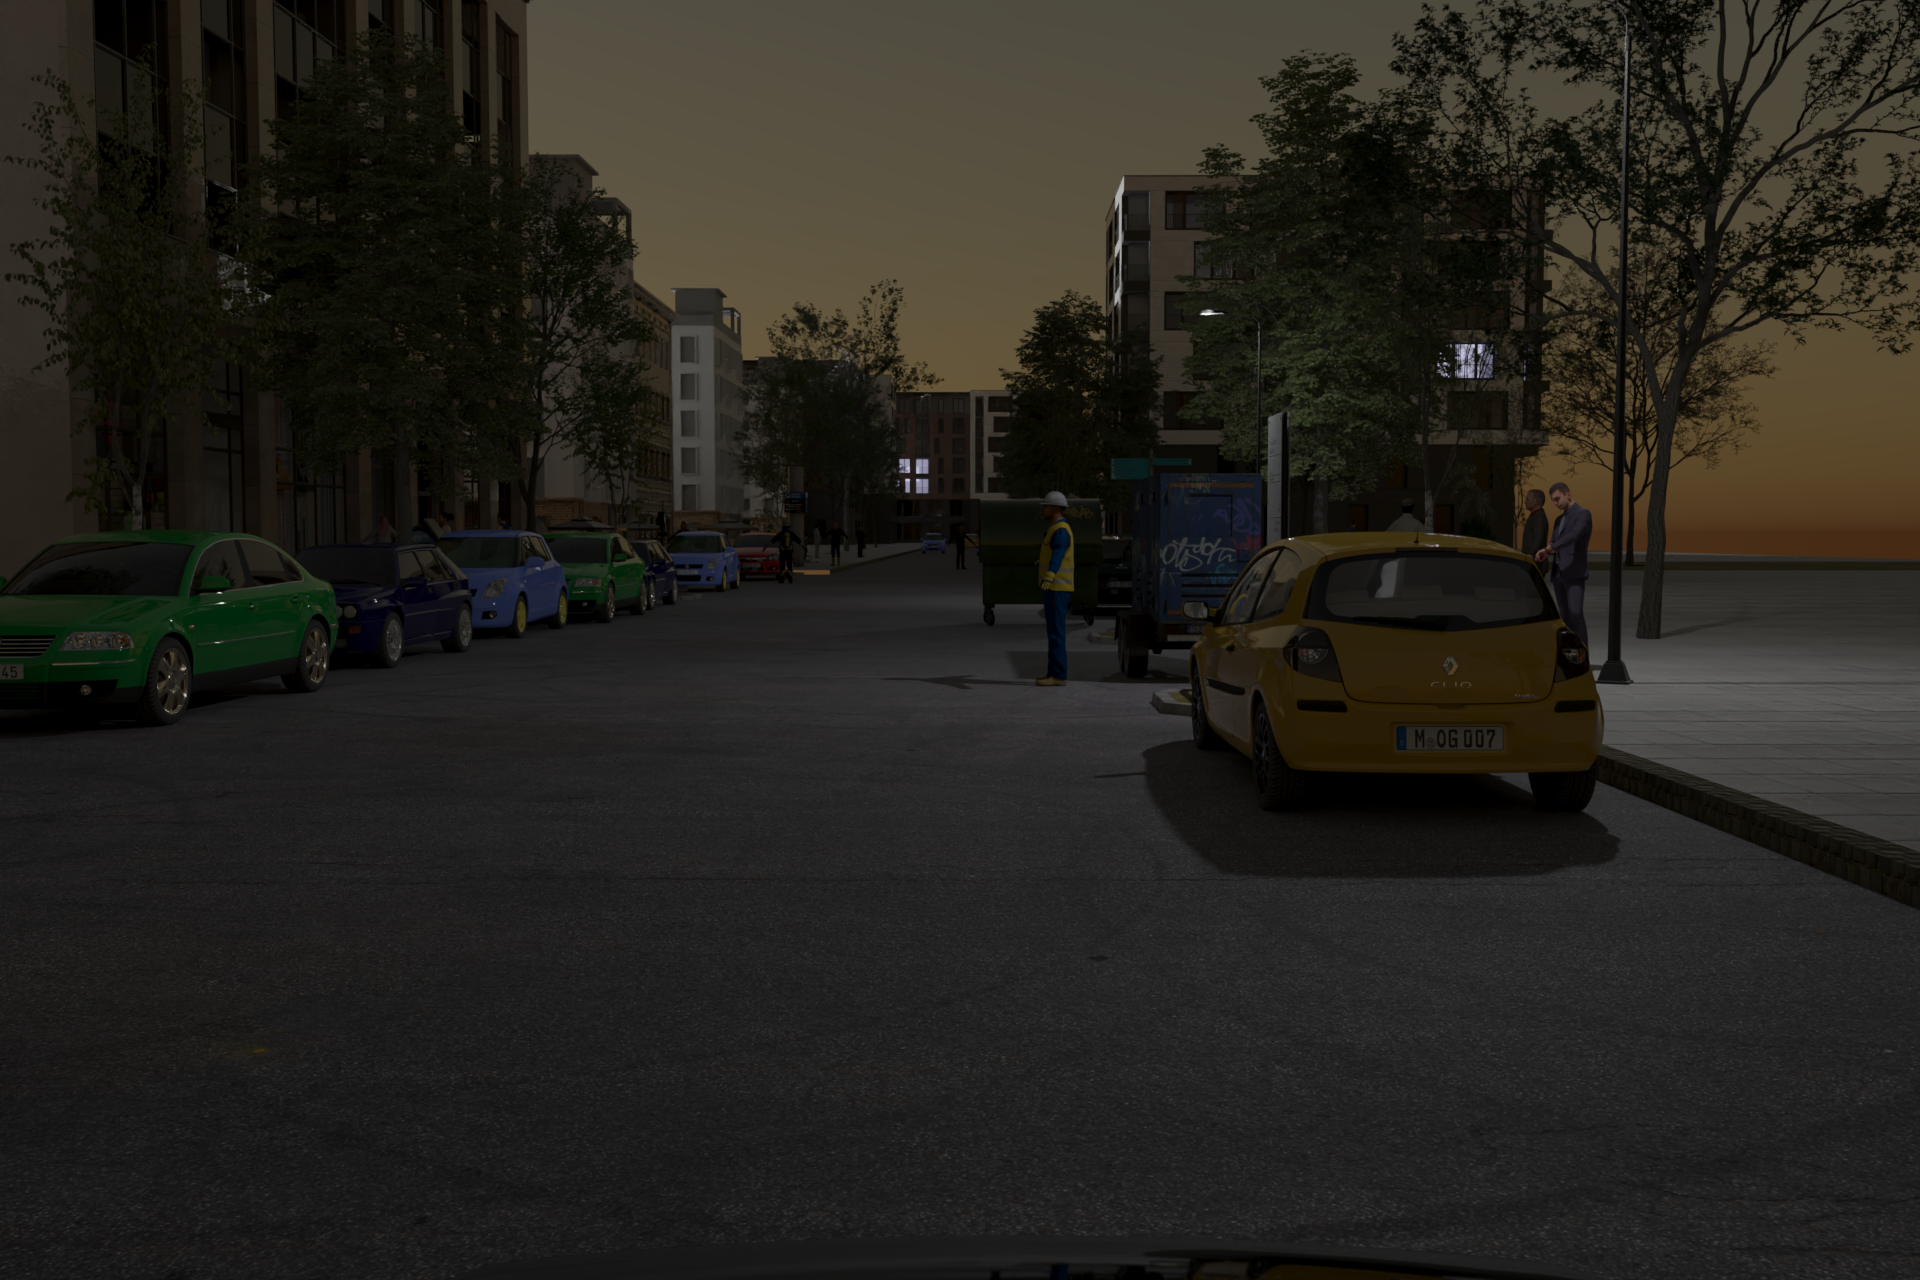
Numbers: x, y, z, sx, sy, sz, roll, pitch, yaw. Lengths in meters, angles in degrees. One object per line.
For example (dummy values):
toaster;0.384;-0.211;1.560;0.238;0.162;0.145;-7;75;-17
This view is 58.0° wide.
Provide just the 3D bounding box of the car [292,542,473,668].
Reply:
car;-6.868;-0.436;19.710;1.945;1.354;3.894;0;4;1

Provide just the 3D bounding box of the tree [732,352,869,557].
tree;-9.002;-10.539;98.075;9.928;11.665;9.643;0;3;0

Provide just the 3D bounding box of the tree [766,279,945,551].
tree;-6.938;-16.602;127.337;12.611;20.169;13.585;0;3;0

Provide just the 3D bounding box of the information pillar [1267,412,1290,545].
information pillar;6.277;-2.621;34.166;0.184;3.620;1.656;0;4;1

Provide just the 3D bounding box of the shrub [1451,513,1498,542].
shrub;19.225;-3.714;64.763;1.661;2.075;1.752;0;3;0

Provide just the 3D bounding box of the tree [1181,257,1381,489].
tree;12.115;-8.500;64.731;9.928;11.665;9.643;0;3;0

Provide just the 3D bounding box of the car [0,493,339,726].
car;-6.735;-0.339;14.345;1.959;1.807;4.718;0;4;1

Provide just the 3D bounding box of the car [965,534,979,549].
car;0.985;-9.248;161.432;2.015;1.641;3.980;0;4;0

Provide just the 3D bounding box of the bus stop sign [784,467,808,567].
bus stop sign;-6.415;-4.815;67.747;0.837;3.901;0.837;0;4;0

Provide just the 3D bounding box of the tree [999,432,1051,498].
tree;7.220;-13.673;149.316;9.928;11.665;9.643;0;3;0

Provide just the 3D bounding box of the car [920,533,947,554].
car;-1.934;-7.226;127.741;1.945;1.707;3.694;0;4;1

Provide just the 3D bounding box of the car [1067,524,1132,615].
car;2.813;-1.364;32.081;2.009;1.686;4.222;0;3;0

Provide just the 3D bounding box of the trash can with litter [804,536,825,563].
trash can with litter;-6.861;-4.102;78.122;1.678;1.210;2.233;0;4;2

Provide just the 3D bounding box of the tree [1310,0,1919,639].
tree;8.327;-5.273;20.625;8.767;10.594;7.601;1;4;18

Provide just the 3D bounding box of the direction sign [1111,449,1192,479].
direction sign;5.998;-3.981;53.858;2.525;3.948;1.411;0;4;0

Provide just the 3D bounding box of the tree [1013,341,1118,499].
tree;3.724;-7.131;66.953;4.360;8.622;3.978;0;3;0

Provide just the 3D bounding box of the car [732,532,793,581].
car;-6.321;-2.790;54.657;2.155;1.783;4.494;0;4;0

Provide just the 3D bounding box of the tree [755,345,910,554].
tree;-8.075;-12.314;111.708;12.009;13.543;11.850;0;3;0

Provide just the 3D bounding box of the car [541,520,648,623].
car;-6.485;-1.255;29.310;1.959;1.807;4.718;0;4;0

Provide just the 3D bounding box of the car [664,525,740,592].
car;-6.630;-2.103;43.971;1.945;1.707;3.694;0;4;1

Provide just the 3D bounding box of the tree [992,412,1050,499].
tree;7.729;-15.750;164.174;9.857;13.997;8.962;0;3;0

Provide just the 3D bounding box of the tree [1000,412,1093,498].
tree;7.008;-12.935;137.237;9.928;11.665;9.643;0;3;0

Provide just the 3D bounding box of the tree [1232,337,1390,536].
tree;15.203;-8.594;74.929;7.601;10.594;8.767;-1;4;-12

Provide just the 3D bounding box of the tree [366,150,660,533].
tree;-12.177;-7.499;48.364;9.928;11.665;9.643;0;3;0

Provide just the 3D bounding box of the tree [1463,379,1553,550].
tree;26.153;-7.966;80.609;4.360;8.622;3.978;0;3;0

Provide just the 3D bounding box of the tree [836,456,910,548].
tree;-8.224;-13.928;162.134;7.601;10.594;8.767;0;4;-2

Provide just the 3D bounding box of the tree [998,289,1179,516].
tree;6.552;-11.198;89.749;9.857;13.997;8.962;0;3;0

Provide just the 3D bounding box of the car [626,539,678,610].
car;-6.630;-1.299;33.826;1.945;1.354;3.894;0;4;0

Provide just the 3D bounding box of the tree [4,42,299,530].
tree;-12.711;-4.679;26.870;4.737;8.622;4.395;0;3;0

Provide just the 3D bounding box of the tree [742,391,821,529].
tree;-8.712;-8.470;88.847;4.360;8.622;3.978;0;3;0

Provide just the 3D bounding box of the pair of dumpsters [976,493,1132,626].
pair of dumpsters;2.476;-1.378;27.475;4.436;2.255;1.574;0;4;0

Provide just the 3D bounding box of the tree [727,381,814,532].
tree;-8.555;-8.092;82.671;4.360;8.622;3.978;0;3;0

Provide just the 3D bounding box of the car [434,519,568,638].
car;-6.846;-0.938;24.933;1.945;1.707;3.694;0;4;1

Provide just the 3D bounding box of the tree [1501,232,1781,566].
tree;27.063;-9.717;69.250;12.009;13.543;11.850;0;3;0

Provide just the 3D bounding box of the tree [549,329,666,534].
tree;-12.138;-6.748;60.699;4.737;8.622;4.395;0;3;0

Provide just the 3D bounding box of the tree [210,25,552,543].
tree;-13.243;-7.431;39.630;7.486;12.596;7.792;0;3;0

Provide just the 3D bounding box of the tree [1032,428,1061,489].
tree;6.748;-10.126;115.917;4.737;8.622;4.395;0;3;0

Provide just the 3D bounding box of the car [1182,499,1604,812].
car;2.402;-0.009;10.364;2.015;1.641;3.980;0;4;0

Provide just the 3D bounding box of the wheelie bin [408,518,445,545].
wheelie bin;-10.609;-1.634;34.628;0.693;1.594;0.980;0;4;0

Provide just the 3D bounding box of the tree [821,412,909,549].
tree;-8.156;-13.469;145.979;9.928;11.665;9.643;0;3;0

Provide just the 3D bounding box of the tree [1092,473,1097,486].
tree;22.089;-21.317;255.179;9.857;13.997;8.962;0;3;0

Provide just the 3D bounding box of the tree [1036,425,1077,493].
tree;6.605;-9.643;108.026;4.737;8.622;4.395;0;3;0
